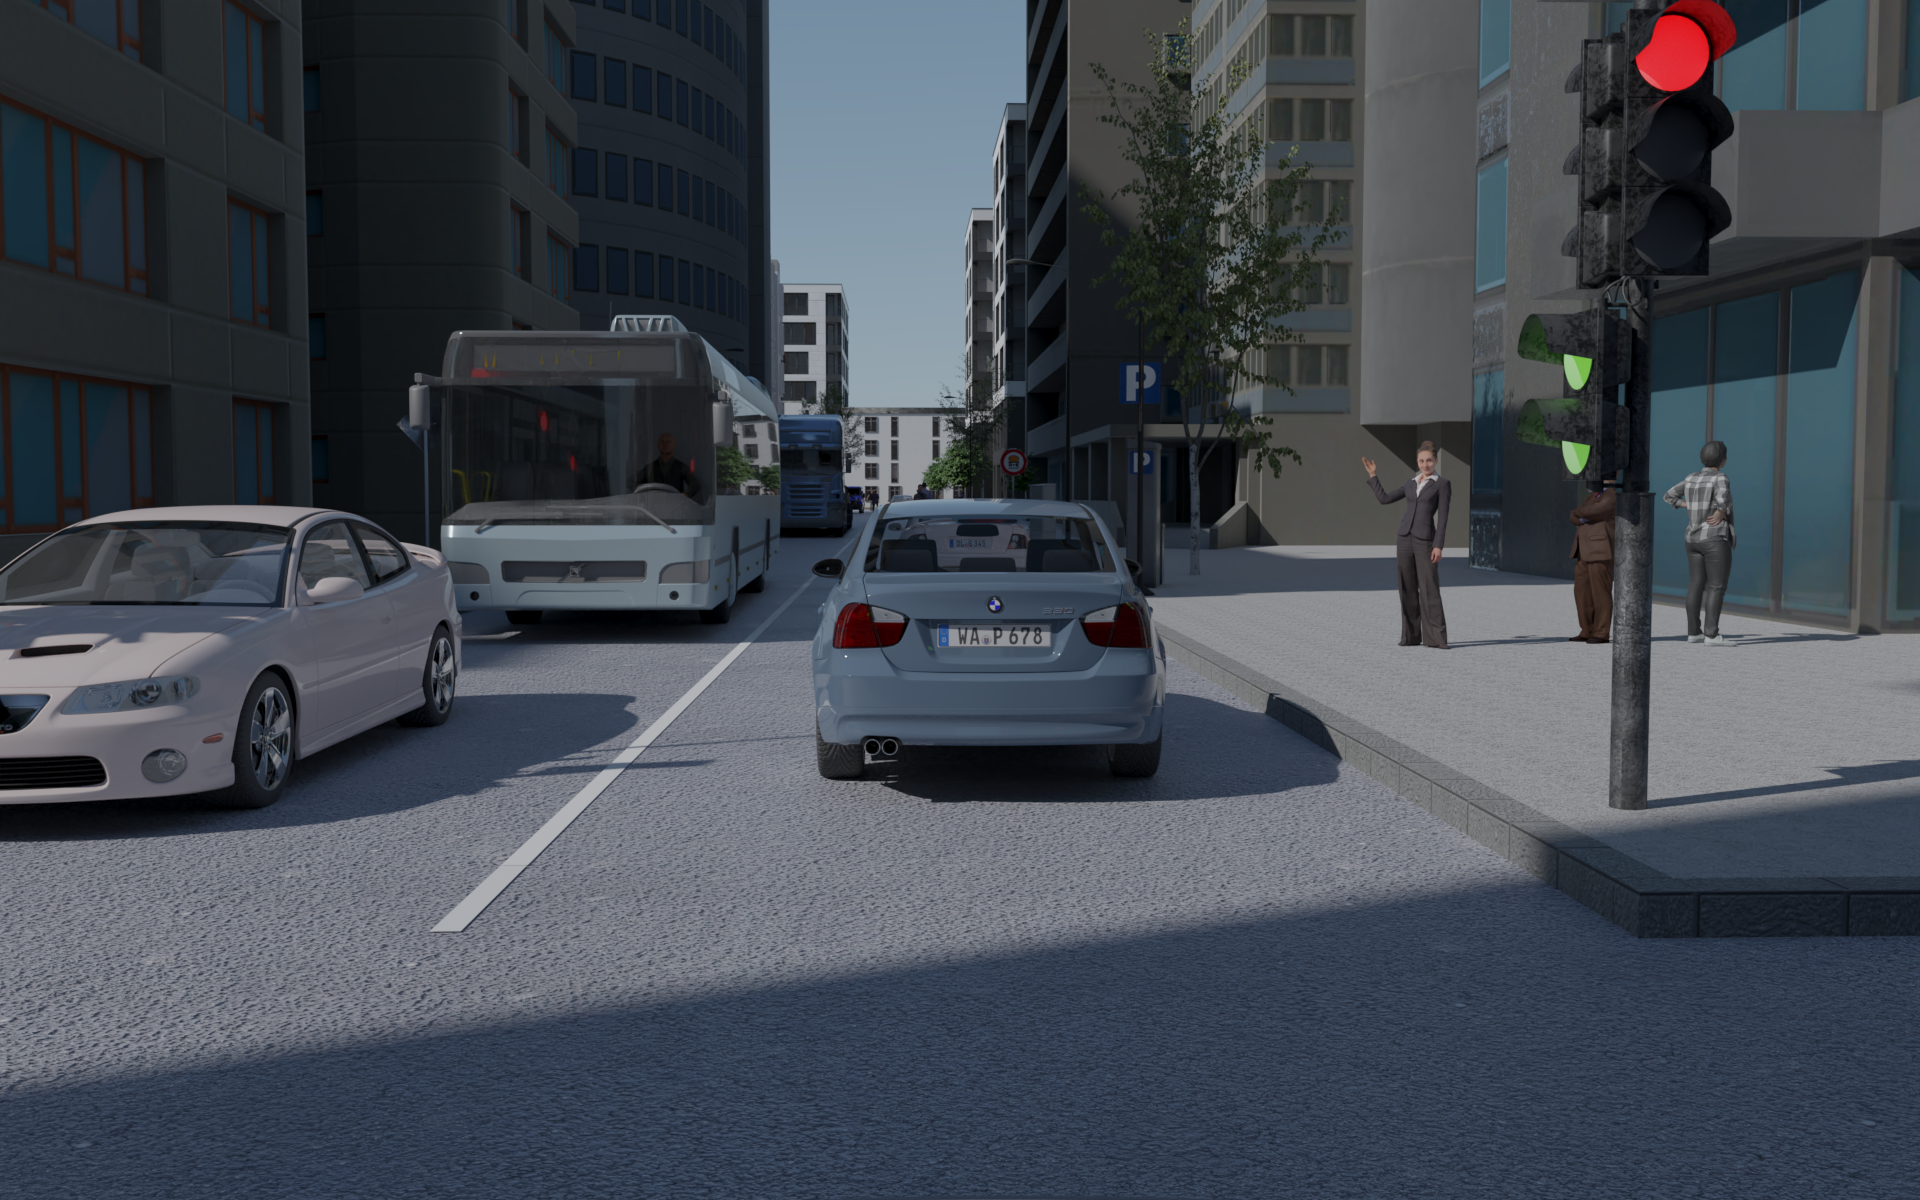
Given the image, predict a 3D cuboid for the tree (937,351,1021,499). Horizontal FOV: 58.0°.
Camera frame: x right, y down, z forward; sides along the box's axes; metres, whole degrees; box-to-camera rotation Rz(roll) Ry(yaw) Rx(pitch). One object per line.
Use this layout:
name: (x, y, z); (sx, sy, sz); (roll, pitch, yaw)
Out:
tree: (0.921, -8.435, 88.282); (4.360, 8.622, 3.978); (0, 3, 0)

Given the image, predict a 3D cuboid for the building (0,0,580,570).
building: (-22.991, -11.241, 28.827); (27.650, 21.520, 28.899); (0, 4, -2)

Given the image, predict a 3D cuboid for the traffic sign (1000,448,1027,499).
traffic sign: (1.500, -2.952, 48.378); (0.768, 2.556, 0.104); (0, 4, 4)

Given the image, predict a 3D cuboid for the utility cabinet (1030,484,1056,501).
utility cabinet: (1.740, -1.718, 36.771); (0.318, 1.500, 1.173); (-1, 4, -11)

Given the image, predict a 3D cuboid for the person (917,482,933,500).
person: (-1.211, -3.142, 59.744); (0.709, 1.838, 0.599); (0, 4, 5)

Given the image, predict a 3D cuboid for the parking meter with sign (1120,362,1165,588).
parking meter with sign: (2.554, -1.688, 23.857); (0.543, 3.016, 1.738); (1, 4, 11)

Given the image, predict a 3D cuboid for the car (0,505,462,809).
car: (-4.098, 0.182, 9.380); (2.083, 1.381, 4.827); (0, 4, -1)

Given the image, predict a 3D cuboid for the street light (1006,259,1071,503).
street light: (1.615, -3.783, 34.392); (1.470, 5.913, 1.316); (0, 4, -2)

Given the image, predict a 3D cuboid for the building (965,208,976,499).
building: (14.254, -18.144, 140.629); (27.936, 21.610, 32.646); (0, 4, -2)

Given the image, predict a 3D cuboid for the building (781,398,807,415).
building: (-27.670, -12.789, 151.244); (28.070, 9.664, 9.099); (0, 4, -2)

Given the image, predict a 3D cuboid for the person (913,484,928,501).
person: (-1.257, -2.945, 57.184); (0.617, 1.759, 0.750); (-1, 4, -14)

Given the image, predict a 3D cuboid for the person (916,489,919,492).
person: (-2.002, -4.920, 89.770); (0.721, 1.723, 1.217); (2, 4, 26)

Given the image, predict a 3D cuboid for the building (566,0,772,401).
building: (-18.718, -31.948, 64.352); (21.231, 58.520, 28.212); (0, 4, -2)

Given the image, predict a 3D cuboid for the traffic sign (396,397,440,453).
traffic sign: (-6.971, -1.399, 22.615); (0.795, 2.593, 0.064); (0, 4, 4)

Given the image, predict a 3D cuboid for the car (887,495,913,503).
car: (-4.038, -6.664, 121.316); (2.083, 1.381, 4.827); (0, 4, -3)

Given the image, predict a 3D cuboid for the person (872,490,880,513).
person: (-6.015, -6.994, 123.766); (0.541, 1.710, 0.530); (1, 4, 16)

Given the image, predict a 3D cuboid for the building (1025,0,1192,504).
building: (14.075, -27.314, 70.285); (21.300, 48.544, 21.600); (0, 4, -2)

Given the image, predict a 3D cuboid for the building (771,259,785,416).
building: (-20.863, -16.553, 127.055); (16.016, 20.091, 11.380); (0, 4, -2)

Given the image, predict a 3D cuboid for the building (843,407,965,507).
building: (2.470, -14.082, 172.380); (28.070, 9.664, 9.099); (0, 4, -2)

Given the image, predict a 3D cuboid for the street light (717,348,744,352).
street light: (-7.543, -5.048, 55.069); (1.470, 5.913, 1.316); (0, 4, -2)

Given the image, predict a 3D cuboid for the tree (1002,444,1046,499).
tree: (2.219, -4.356, 65.830); (1.663, 3.219, 1.824); (0, 3, 0)

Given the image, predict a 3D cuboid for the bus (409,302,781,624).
bus: (-3.911, -1.656, 21.932); (2.948, 3.499, 13.247); (0, 4, -3)

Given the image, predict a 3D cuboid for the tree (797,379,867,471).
tree: (-10.905, -12.599, 140.409); (7.601, 10.594, 8.767); (0, 4, 7)

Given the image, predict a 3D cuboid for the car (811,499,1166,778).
car: (0.115, 0.120, 10.041); (2.014, 1.417, 4.499); (0, 4, -1)

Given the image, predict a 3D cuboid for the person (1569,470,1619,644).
person: (5.446, -0.399, 14.840); (0.388, 1.546, 0.482); (0, 4, -4)

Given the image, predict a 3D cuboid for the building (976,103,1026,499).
building: (15.830, -16.123, 107.584); (27.936, 21.610, 32.646); (0, 4, -2)

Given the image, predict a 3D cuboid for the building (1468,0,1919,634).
building: (22.009, -24.459, 19.514); (30.456, 49.044, 23.786); (0, 4, -2)

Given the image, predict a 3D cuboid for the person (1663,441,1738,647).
person: (6.364, -0.489, 14.759); (0.376, 1.734, 0.841); (0, 4, -6)

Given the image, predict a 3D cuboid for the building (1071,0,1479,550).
building: (19.611, -21.762, 47.692); (32.217, 40.220, 23.993); (0, 4, -2)

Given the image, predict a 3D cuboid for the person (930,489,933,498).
person: (-1.993, -5.896, 105.709); (0.742, 1.727, 0.445); (0, 4, 4)

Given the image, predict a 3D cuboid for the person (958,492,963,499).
person: (0.075, -7.155, 126.263); (0.421, 1.427, 0.697); (2, 4, 23)

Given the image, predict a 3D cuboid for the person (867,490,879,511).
person: (-7.470, -8.503, 147.531); (1.348, 1.822, 0.705); (-3, 5, -44)

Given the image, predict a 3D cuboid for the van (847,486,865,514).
van: (-8.127, -7.607, 128.757); (2.240, 2.365, 5.245); (0, 4, -1)

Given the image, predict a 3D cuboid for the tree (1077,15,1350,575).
tree: (3.760, -4.691, 27.066); (4.737, 8.622, 4.395); (0, 3, 0)

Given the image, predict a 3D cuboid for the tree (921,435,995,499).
tree: (0.230, -6.921, 96.870); (4.285, 4.588, 4.351); (0, 3, 0)

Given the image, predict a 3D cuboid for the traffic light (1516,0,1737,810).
traffic light: (2.717, -1.104, 6.979); (0.839, 4.253, 0.868); (0, 4, -2)

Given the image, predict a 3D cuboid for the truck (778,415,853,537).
truck: (-5.372, -4.573, 64.523); (2.967, 4.110, 18.799); (0, 4, -3)

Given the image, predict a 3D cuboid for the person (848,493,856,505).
person: (-7.775, -6.731, 118.639); (1.348, 1.812, 0.705); (-1, 4, -11)

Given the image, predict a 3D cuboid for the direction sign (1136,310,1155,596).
direction sign: (2.280, -1.825, 21.840); (0.379, 3.537, 0.876); (0, 4, 8)

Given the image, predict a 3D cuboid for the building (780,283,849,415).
building: (-28.237, -20.656, 181.701); (32.646, 21.610, 27.936); (0, 4, -2)

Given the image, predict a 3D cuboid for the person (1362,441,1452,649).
person: (3.734, -0.469, 14.515); (0.742, 1.727, 0.445); (1, 4, 16)

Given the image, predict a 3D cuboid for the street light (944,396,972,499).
street light: (-0.047, -6.699, 82.076); (1.470, 5.913, 1.316); (0, 4, -2)
